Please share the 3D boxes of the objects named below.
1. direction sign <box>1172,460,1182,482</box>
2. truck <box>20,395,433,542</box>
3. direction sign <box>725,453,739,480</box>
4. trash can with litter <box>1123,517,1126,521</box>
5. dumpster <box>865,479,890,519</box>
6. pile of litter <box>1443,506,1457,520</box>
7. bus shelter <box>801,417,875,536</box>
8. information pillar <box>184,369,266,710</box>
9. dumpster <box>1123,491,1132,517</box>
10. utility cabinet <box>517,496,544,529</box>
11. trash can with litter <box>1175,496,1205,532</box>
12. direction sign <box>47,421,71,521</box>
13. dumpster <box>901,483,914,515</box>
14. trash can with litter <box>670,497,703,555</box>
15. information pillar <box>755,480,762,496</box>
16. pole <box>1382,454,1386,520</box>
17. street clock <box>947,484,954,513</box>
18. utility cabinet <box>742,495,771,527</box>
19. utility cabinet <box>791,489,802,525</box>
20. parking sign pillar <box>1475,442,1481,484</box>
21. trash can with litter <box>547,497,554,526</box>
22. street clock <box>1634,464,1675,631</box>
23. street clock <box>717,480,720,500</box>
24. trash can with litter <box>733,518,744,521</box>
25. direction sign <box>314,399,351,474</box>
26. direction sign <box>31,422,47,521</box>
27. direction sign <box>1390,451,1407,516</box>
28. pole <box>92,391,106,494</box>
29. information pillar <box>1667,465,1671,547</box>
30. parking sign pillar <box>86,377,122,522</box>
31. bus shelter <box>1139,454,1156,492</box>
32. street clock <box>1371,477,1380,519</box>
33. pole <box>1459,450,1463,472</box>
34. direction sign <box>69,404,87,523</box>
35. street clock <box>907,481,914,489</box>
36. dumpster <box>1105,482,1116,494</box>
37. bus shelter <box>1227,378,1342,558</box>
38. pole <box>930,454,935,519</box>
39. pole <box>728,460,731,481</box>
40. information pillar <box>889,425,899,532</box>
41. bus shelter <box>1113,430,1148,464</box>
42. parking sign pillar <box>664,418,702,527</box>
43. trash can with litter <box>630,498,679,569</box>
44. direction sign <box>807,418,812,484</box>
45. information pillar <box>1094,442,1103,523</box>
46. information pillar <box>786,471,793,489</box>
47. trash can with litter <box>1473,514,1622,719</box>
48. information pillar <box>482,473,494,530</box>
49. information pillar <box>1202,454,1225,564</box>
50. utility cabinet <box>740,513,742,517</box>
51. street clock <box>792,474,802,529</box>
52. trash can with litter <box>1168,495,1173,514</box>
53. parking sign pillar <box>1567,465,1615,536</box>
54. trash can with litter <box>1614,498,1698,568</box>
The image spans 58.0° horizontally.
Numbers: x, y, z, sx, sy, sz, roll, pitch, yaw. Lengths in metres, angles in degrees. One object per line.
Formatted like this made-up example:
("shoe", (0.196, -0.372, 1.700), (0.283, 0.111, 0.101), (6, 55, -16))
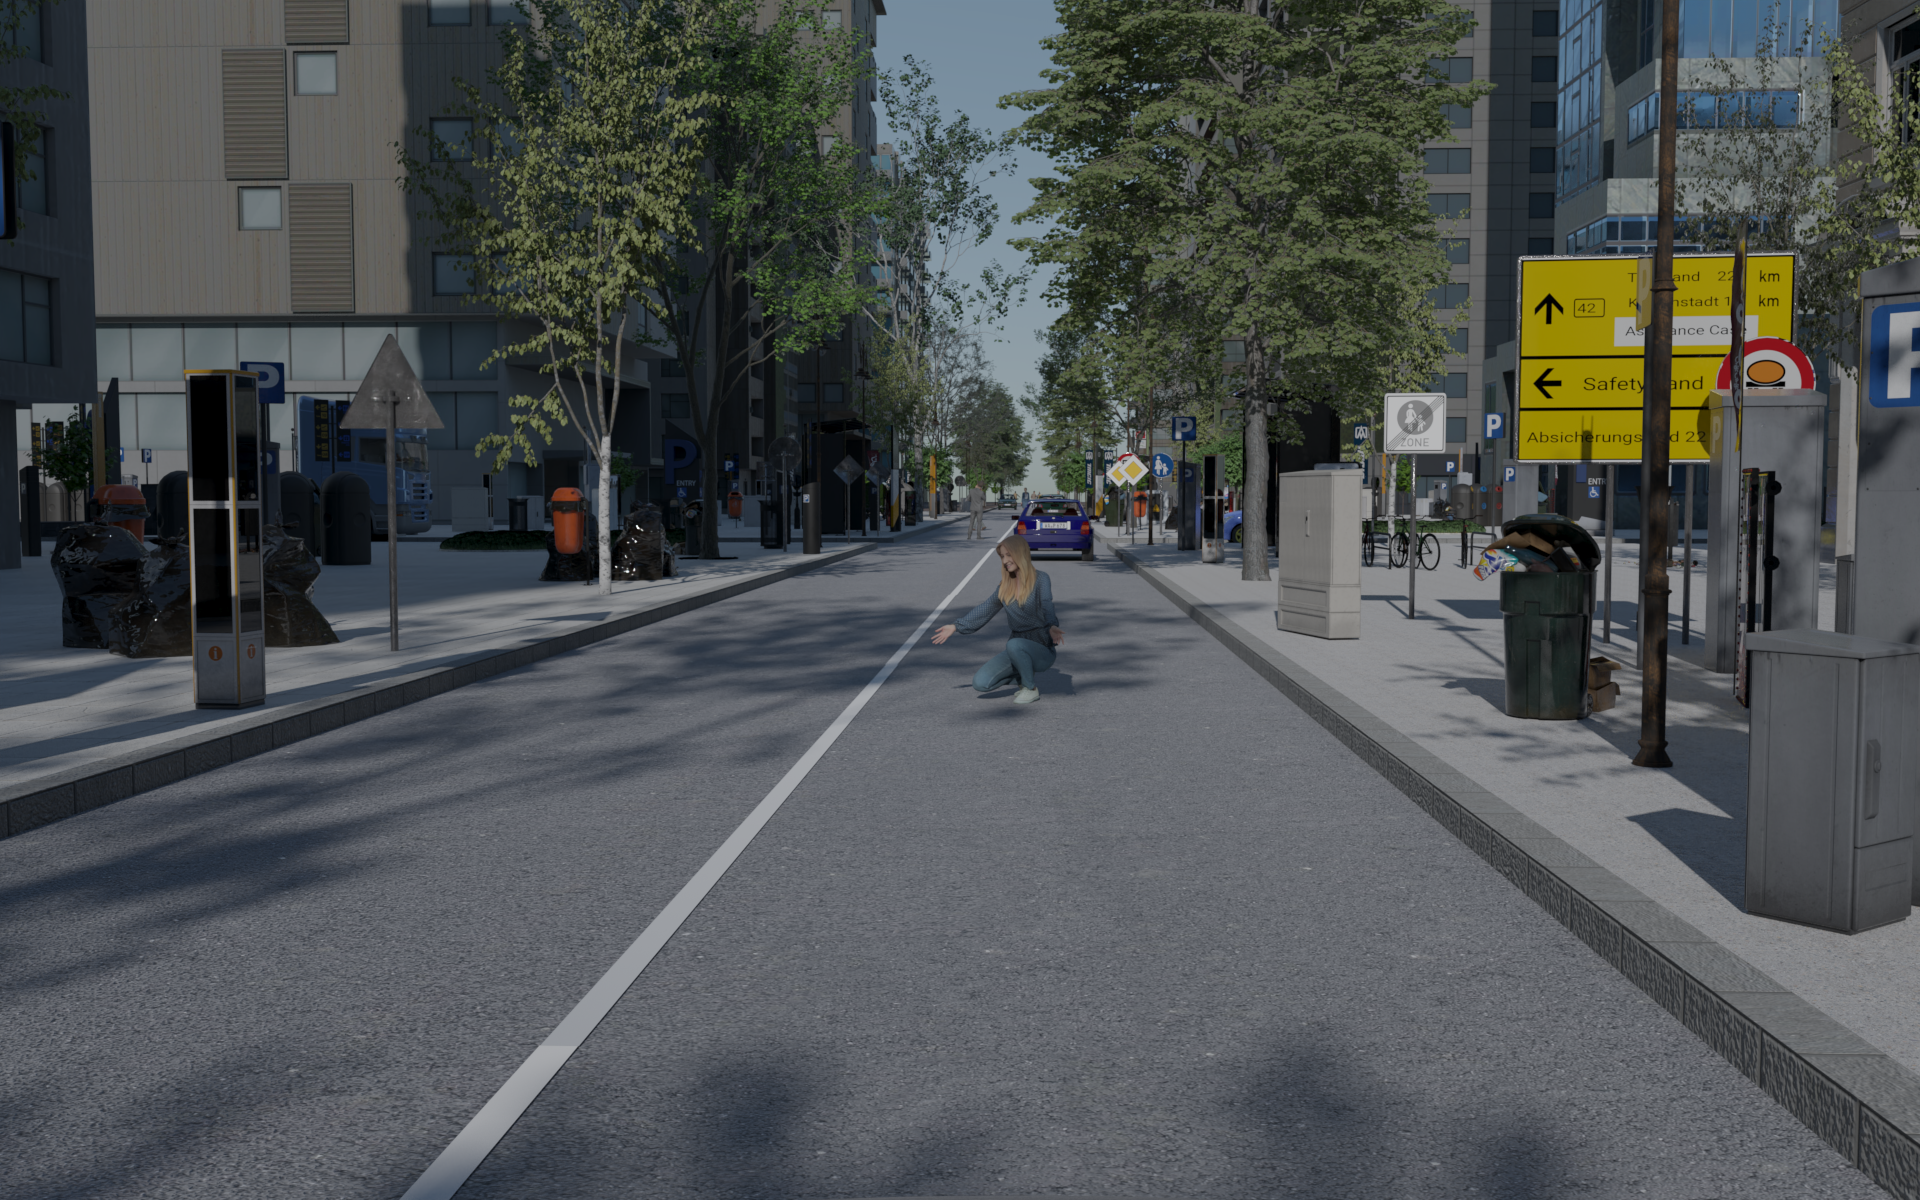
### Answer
("direction sign", (14.516, -7.532, 115.152), (0.876, 3.537, 0.379), (1, 4, 21))
("truck", (-23.670, -3.580, 48.286), (18.799, 4.110, 2.967), (0, 4, 1))
("direction sign", (-12.632, -6.360, 95.987), (0.876, 3.537, 0.379), (1, 4, 18))
("trash can with litter", (7.758, -4.391, 83.182), (0.624, 1.170, 1.055), (-1, 4, -22))
("dumpster", (-4.397, -5.366, 90.228), (1.502, 2.255, 1.985), (0, 4, 3))
("pile of litter", (17.641, -2.898, 61.341), (1.719, 0.858, 1.176), (-3, 5, -44))
("bus shelter", (-3.892, -3.976, 56.294), (1.731, 3.624, 6.357), (0, 4, 3))
("information pillar", (-4.400, -0.360, 10.386), (0.304, 2.012, 0.304), (1, 4, 8))
("dumpster", (7.753, -4.599, 80.948), (1.264, 1.857, 1.865), (0, 4, 3))
("utility cabinet", (-15.518, -3.147, 62.622), (0.306, 1.237, 1.020), (2, 4, 35))
("trash can with litter", (7.332, -2.656, 54.815), (1.055, 1.170, 0.624), (2, 4, 23))
("direction sign", (-27.742, -3.785, 53.875), (0.876, 3.537, 0.379), (0, 3, 0))
("dumpster", (-3.038, -5.110, 89.311), (1.264, 1.857, 1.865), (0, 4, 3))
("trash can with litter", (-5.724, -1.533, 36.447), (0.624, 1.170, 1.055), (-3, 5, -41))
("information pillar", (-10.369, -5.179, 89.175), (0.304, 2.012, 0.304), (-1, 4, -9))
("pole", (21.334, -5.709, 87.192), (0.158, 3.312, 0.155), (0, 3, 0))
("street clock", (-0.641, -7.089, 120.481), (0.358, 2.002, 0.471), (3, 5, 45))
("utility cabinet", (-7.914, -3.456, 67.667), (1.020, 1.237, 0.306), (0, 4, -5))
("utility cabinet", (-6.906, -3.849, 71.614), (1.173, 1.500, 0.318), (0, 4, 7))
("parking sign pillar", (27.288, -6.271, 91.007), (1.447, 3.967, 1.447), (1, 4, 18))
("trash can with litter", (-15.706, -3.481, 68.309), (1.055, 1.170, 0.624), (-3, 5, -44))
("street clock", (6.469, -0.709, 16.158), (0.471, 2.002, 0.358), (-2, 4, -34))
("street clock", (-12.285, -5.085, 87.715), (0.358, 2.002, 0.471), (-1, 4, -10))
("trash can with litter", (-9.829, -4.343, 82.061), (2.233, 1.210, 1.678), (-2, 4, -26))
("direction sign", (-15.068, -3.037, 41.658), (0.876, 3.537, 0.379), (-3, 5, -42))
("direction sign", (-29.113, -3.858, 55.068), (0.379, 3.537, 0.876), (1, 4, 19))
("direction sign", (24.536, -6.417, 96.914), (0.876, 3.537, 0.379), (0, 4, -1))
("pole", (-17.137, -2.486, 34.494), (0.158, 3.312, 0.155), (0, 3, 0))
("information pillar", (17.176, -3.106, 42.143), (0.183, 3.616, 0.504), (3, 5, 41))
("parking sign pillar", (-19.475, -3.117, 39.432), (1.447, 3.967, 1.447), (-1, 4, -14))
("bus shelter", (9.293, -5.892, 90.259), (2.014, 3.302, 5.546), (0, 4, 3))
("street clock", (17.591, -4.210, 73.409), (0.358, 2.002, 0.471), (2, 4, 33))
("pole", (22.914, -5.228, 79.313), (0.158, 3.312, 0.155), (0, 3, 0))
("direction sign", (-21.385, -3.077, 42.301), (0.379, 3.537, 0.876), (-1, 4, -19))
("street clock", (-2.714, -5.585, 95.891), (0.471, 2.002, 0.358), (1, 4, 21))
("dumpster", (7.894, -5.042, 84.924), (1.502, 2.255, 1.985), (0, 4, 3))
("bus shelter", (7.036, -2.855, 37.957), (1.731, 3.624, 6.357), (0, 4, 3))
("pole", (-1.498, -6.044, 92.659), (0.158, 3.312, 0.155), (0, 3, 0))
("pole", (-13.789, -6.723, 103.764), (0.158, 3.312, 0.155), (0, 3, 0))
("information pillar", (-2.216, -4.119, 58.699), (0.183, 3.616, 0.504), (1, 4, 20))
("bus shelter", (10.522, -7.885, 106.545), (2.179, 5.291, 8.768), (0, 4, 2))
("parking sign pillar", (-9.832, -4.465, 61.477), (1.447, 3.967, 1.447), (0, 4, 6))
("trash can with litter", (-5.662, -1.094, 28.952), (2.233, 1.210, 1.678), (-1, 4, -23))
("direction sign", (-4.506, -3.666, 51.942), (0.379, 3.537, 0.876), (-1, 4, -13))
("information pillar", (6.278, -5.307, 78.121), (0.183, 3.616, 0.504), (3, 4, 36))
("information pillar", (-8.530, -5.838, 86.798), (0.183, 3.616, 0.504), (-3, 4, -38))
("trash can with litter", (3.484, 0.075, 10.166), (0.624, 1.170, 1.055), (3, 4, 37))
("information pillar", (-16.742, -3.482, 61.415), (0.304, 2.012, 0.304), (0, 4, 1))
("information pillar", (4.691, -1.685, 32.049), (0.304, 2.012, 0.304), (3, 4, 38))
("utility cabinet", (-12.545, -5.255, 97.085), (1.020, 1.237, 0.306), (2, 4, 31))
("street clock", (-5.962, -3.596, 63.372), (0.471, 2.002, 0.358), (1, 4, 16))
("trash can with litter", (14.299, -6.830, 122.734), (1.678, 1.210, 2.233), (2, 4, 33))
("parking sign pillar", (19.377, -3.956, 53.156), (1.447, 3.967, 1.447), (0, 4, -4))
("trash can with litter", (12.595, -1.216, 30.931), (1.678, 1.210, 2.233), (1, 4, 20))
